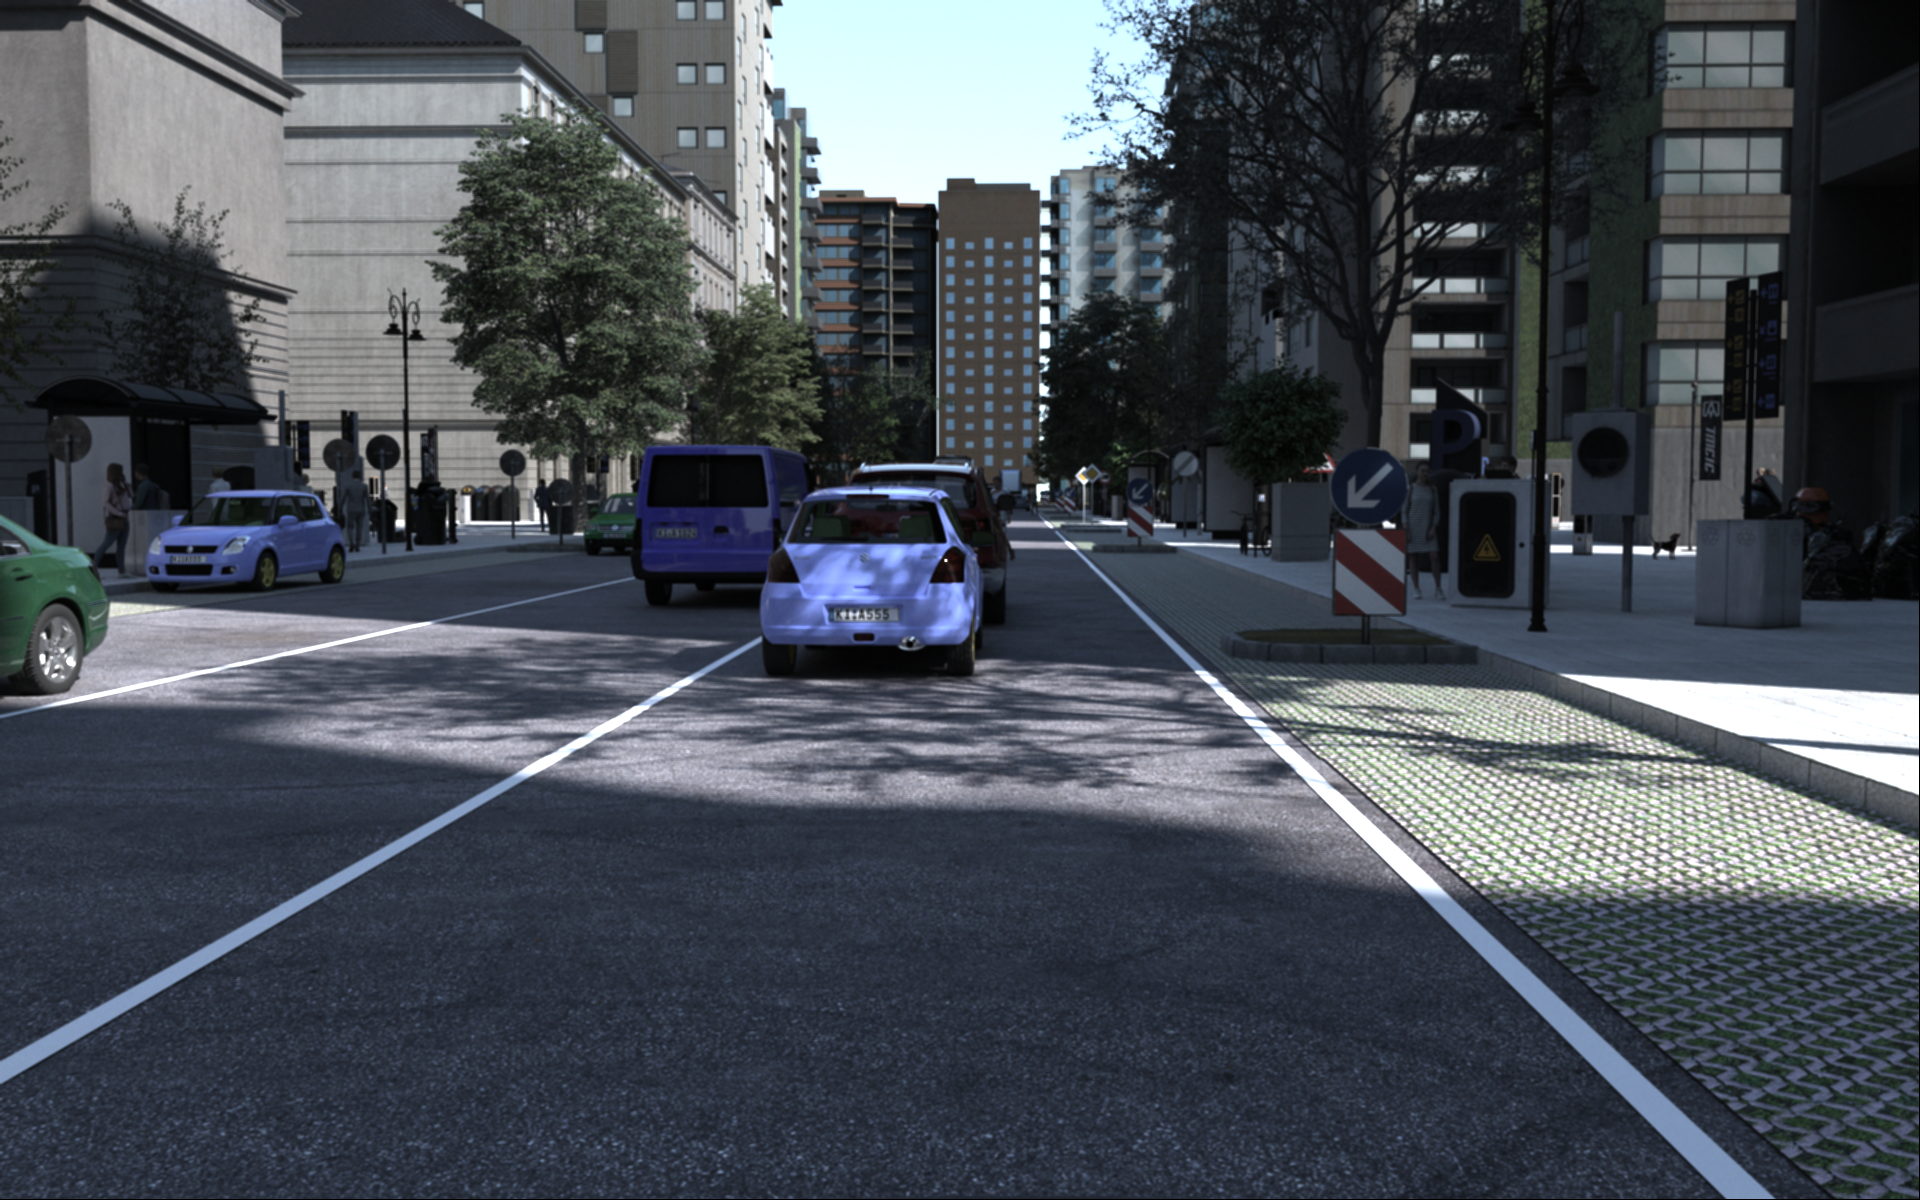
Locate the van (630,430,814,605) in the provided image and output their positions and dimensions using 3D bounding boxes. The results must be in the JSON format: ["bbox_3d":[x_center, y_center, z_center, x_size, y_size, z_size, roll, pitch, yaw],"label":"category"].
[{"bbox_3d":[-3.055,-1.200,24.009,2.240,2.365,5.245,0,4,2],"label":"van"}]

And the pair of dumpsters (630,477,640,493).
[{"bbox_3d":[-13.254,-4.470,75.582,1.574,2.255,4.437,0,4,2],"label":"pair of dumpsters"}]

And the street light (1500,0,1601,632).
[{"bbox_3d":[5.405,-2.645,16.033,0.468,5.910,1.993,0,4,2],"label":"street light"}]

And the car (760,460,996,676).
[{"bbox_3d":[-0.664,-0.330,14.981,1.945,1.707,3.694,0,4,2],"label":"car"}]

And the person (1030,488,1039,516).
[{"bbox_3d":[4.866,-6.402,113.361,0.537,1.800,0.526,3,5,40],"label":"person"}]

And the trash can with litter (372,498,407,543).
[{"bbox_3d":[-15.069,-2.100,45.726,0.624,1.170,1.055,1,4,13],"label":"trash can with litter"}]

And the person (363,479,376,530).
[{"bbox_3d":[-19.764,-3.148,57.393,0.818,1.842,0.514,-2,4,-26],"label":"person"}]

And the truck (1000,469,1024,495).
[{"bbox_3d":[5.316,-11.830,183.177,2.967,4.110,18.799,0,4,2],"label":"truck"}]

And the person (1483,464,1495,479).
[{"bbox_3d":[9.174,-1.471,30.192,0.694,1.812,0.767,1,4,20],"label":"person"}]

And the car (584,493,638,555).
[{"bbox_3d":[-7.850,-2.038,42.112,1.959,1.807,4.718,0,4,2],"label":"car"}]

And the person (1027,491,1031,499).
[{"bbox_3d":[6.597,-9.681,167.304,1.217,1.766,0.721,-2,4,-29],"label":"person"}]

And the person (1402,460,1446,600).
[{"bbox_3d":[5.662,-0.868,21.242,0.512,1.701,0.522,0,4,0],"label":"person"}]

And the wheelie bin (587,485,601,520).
[{"bbox_3d":[-12.550,-3.067,58.057,0.693,1.594,0.980,3,5,43],"label":"wheelie bin"}]

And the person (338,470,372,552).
[{"bbox_3d":[-13.483,-1.984,38.595,0.709,1.813,0.853,-2,4,-28],"label":"person"}]

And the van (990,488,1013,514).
[{"bbox_3d":[2.911,-7.155,123.989,2.013,2.044,4.112,0,4,3],"label":"van"}]

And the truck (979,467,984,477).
[{"bbox_3d":[1.240,-12.092,186.618,2.839,4.237,11.283,0,4,3],"label":"truck"}]

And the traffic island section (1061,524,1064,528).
[{"bbox_3d":[5.270,-3.111,73.149,2.009,0.180,2.903,0,4,2],"label":"traffic island section"}]

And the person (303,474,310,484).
[{"bbox_3d":[-16.257,-2.235,42.945,0.624,1.780,0.694,1,4,19],"label":"person"}]

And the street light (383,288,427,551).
[{"bbox_3d":[-12.458,-4.050,39.001,0.468,5.910,1.993,0,4,2],"label":"street light"}]

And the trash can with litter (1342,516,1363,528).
[{"bbox_3d":[10.321,-2.017,44.364,0.624,1.170,1.055,-3,5,-40],"label":"trash can with litter"}]

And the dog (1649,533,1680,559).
[{"bbox_3d":[13.893,-1.060,34.157,0.540,0.507,0.406,-3,5,-44],"label":"dog"}]

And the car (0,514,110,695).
[{"bbox_3d":[-7.430,0.043,11.095,2.131,1.459,4.920,0,4,3],"label":"car"}]

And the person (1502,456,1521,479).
[{"bbox_3d":[7.991,-1.165,25.059,0.822,1.834,0.622,-1,4,-9],"label":"person"}]

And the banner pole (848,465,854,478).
[{"bbox_3d":[-9.132,-9.536,145.923,0.863,3.779,0.401,-3,5,-45],"label":"banner pole"}]

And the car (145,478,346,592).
[{"bbox_3d":[-10.843,-1.027,26.386,1.945,1.707,3.694,0,4,4],"label":"car"}]

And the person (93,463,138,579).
[{"bbox_3d":[-12.842,-1.197,26.202,0.643,1.750,0.593,0,4,-8],"label":"person"}]

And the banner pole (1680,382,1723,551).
[{"bbox_3d":[16.585,-2.976,38.678,0.863,3.779,0.401,3,5,44],"label":"banner pole"}]

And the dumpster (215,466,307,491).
[{"bbox_3d":[-14.746,-1.884,36.559,1.264,1.857,1.865,0,4,2],"label":"dumpster"}]

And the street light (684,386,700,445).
[{"bbox_3d":[-11.399,-6.179,73.809,0.468,5.910,1.993,0,4,2],"label":"street light"}]

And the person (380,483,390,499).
[{"bbox_3d":[-25.879,-4.368,77.738,0.520,1.790,0.573,1,4,12],"label":"person"}]

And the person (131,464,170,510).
[{"bbox_3d":[-13.472,-1.362,28.663,0.721,1.781,0.623,-1,4,-17],"label":"person"}]

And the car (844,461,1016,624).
[{"bbox_3d":[-0.467,-0.737,20.723,2.281,1.827,5.304,0,4,1],"label":"car"}]

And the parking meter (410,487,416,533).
[{"bbox_3d":[-17.967,-2.973,57.023,0.372,1.533,0.369,0,3,0],"label":"parking meter"}]

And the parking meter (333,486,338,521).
[{"bbox_3d":[-19.883,-2.881,55.508,0.372,1.533,0.369,0,3,0],"label":"parking meter"}]

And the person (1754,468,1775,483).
[{"bbox_3d":[16.746,-1.838,36.066,0.573,1.828,0.580,-2,4,-29],"label":"person"}]

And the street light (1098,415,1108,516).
[{"bbox_3d":[8.165,-7.720,99.007,0.468,5.910,1.993,0,4,2],"label":"street light"}]

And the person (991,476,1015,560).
[{"bbox_3d":[0.815,-1.741,37.061,0.778,1.811,0.616,-3,5,-45],"label":"person"}]

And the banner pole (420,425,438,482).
[{"bbox_3d":[-19.156,-4.448,62.744,0.863,3.779,0.401,1,4,13],"label":"banner pole"}]

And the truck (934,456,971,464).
[{"bbox_3d":[-0.444,-8.818,133.093,2.839,4.237,11.283,0,4,2],"label":"truck"}]

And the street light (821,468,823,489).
[{"bbox_3d":[-9.762,-9.160,122.557,0.468,5.910,1.993,0,4,2],"label":"street light"}]

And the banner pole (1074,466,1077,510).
[{"bbox_3d":[9.099,-8.962,136.547,0.401,3.779,0.863,1,4,16],"label":"banner pole"}]

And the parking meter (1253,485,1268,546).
[{"bbox_3d":[7.442,-2.109,42.889,0.372,1.533,0.369,0,3,0],"label":"parking meter"}]

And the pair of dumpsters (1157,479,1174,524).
[{"bbox_3d":[9.623,-4.514,76.299,1.574,2.255,4.437,0,4,2],"label":"pair of dumpsters"}]

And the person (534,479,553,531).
[{"bbox_3d":[-14.236,-3.252,59.394,0.721,1.800,0.419,-1,4,-10],"label":"person"}]

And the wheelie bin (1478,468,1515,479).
[{"bbox_3d":[6.613,-0.825,21.391,0.693,1.594,0.980,3,5,44],"label":"wheelie bin"}]

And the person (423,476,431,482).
[{"bbox_3d":[-14.523,-2.514,47.497,0.721,1.781,0.623,-2,4,-25],"label":"person"}]

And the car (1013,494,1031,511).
[{"bbox_3d":[5.034,-8.227,146.508,2.014,1.417,4.499,0,3,0],"label":"car"}]

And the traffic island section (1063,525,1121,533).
[{"bbox_3d":[5.007,-2.623,65.168,2.009,0.180,2.903,0,4,2],"label":"traffic island section"}]

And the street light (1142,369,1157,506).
[{"bbox_3d":[7.000,-5.578,63.993,0.468,5.910,1.993,0,4,2],"label":"street light"}]

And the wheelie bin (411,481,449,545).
[{"bbox_3d":[-13.301,-2.184,43.609,0.693,1.594,0.980,2,4,34],"label":"wheelie bin"}]

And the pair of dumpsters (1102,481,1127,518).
[{"bbox_3d":[8.682,-5.663,95.077,1.574,2.255,4.437,0,4,2],"label":"pair of dumpsters"}]

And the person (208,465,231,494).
[{"bbox_3d":[-13.319,-1.528,31.258,0.641,1.798,0.478,2,4,34],"label":"person"}]

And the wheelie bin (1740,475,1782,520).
[{"bbox_3d":[13.403,-1.277,28.791,0.980,1.594,0.693,-3,5,-44],"label":"wheelie bin"}]

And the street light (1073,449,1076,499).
[{"bbox_3d":[9.687,-10.700,147.726,0.468,5.910,1.993,0,4,2],"label":"street light"}]
